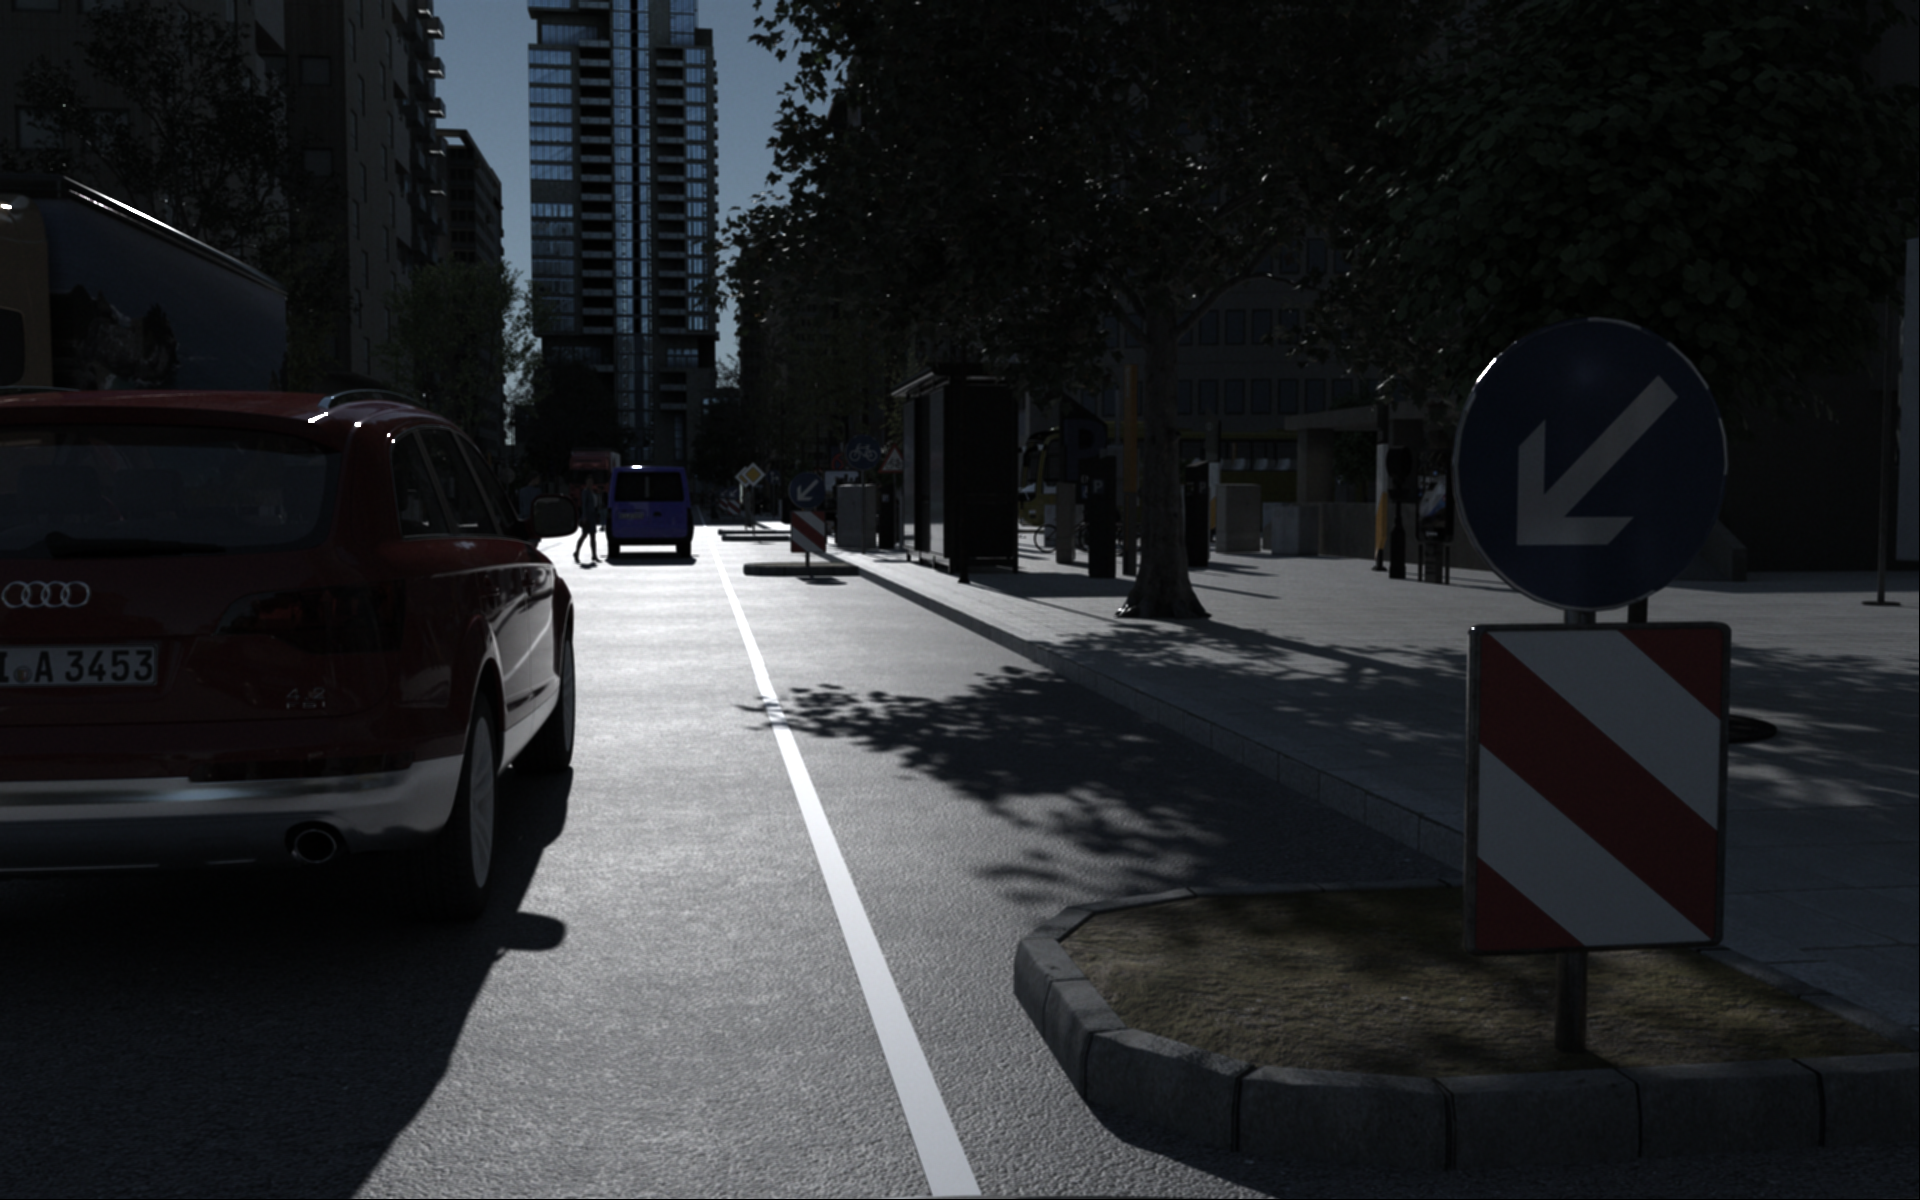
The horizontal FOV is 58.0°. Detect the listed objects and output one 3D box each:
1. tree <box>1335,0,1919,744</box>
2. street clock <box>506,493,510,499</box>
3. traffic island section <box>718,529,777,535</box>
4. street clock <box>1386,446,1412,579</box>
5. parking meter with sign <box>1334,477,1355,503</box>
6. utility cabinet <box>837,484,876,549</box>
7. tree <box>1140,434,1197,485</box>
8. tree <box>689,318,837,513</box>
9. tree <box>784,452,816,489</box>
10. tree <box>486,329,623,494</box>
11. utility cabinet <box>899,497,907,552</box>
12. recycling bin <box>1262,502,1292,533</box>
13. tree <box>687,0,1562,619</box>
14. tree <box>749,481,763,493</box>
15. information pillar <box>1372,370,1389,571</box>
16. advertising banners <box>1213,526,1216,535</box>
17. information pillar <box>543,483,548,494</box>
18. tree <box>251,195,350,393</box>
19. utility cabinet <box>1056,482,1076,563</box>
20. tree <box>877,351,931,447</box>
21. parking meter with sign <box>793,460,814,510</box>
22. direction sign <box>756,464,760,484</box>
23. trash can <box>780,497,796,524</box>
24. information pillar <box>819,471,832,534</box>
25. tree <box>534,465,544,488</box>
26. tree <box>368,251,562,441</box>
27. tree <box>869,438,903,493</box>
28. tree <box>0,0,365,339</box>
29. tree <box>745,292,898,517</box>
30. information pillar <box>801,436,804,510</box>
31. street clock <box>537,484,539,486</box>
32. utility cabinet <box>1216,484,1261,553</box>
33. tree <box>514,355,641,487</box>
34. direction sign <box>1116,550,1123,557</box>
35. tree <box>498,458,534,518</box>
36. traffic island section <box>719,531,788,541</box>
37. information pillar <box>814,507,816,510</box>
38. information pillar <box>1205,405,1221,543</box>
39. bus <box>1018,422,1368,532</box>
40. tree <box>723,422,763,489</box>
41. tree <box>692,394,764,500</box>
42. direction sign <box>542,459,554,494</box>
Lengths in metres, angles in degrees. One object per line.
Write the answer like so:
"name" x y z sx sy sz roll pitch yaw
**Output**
"tree" 3.646 -1.575 9.471 4.285 4.588 4.351 0 3 0
"street clock" -28.517 -6.418 109.502 0.358 2.002 0.471 2 4 27
"traffic island section" -7.632 -2.425 61.922 2.009 0.180 2.903 -1 4 -9
"street clock" 6.653 -1.328 26.281 0.358 2.002 0.471 3 4 38
"parking meter with sign" 11.370 -3.364 51.261 0.543 3.016 1.738 2 4 33
"utility cabinet" -2.406 -1.922 40.107 0.318 1.500 1.173 -3 4 -38
"tree" 5.677 -3.199 46.907 1.663 3.219 1.824 0 3 0
"tree" -13.584 -12.842 120.343 12.009 13.543 11.850 0 3 0
"tree" -6.466 -4.773 72.645 1.663 3.219 1.824 0 3 0
"tree" -29.964 -13.339 128.457 12.009 13.543 11.850 0 3 0
"utility cabinet" -0.926 -1.683 38.676 0.306 1.237 1.020 3 4 38
"recycling bin" 9.839 -2.511 53.602 0.722 1.027 0.722 3 5 41
"tree" 2.010 -6.168 17.853 9.611 12.733 9.660 0 3 0
"tree" -17.320 -9.184 144.757 1.663 3.219 1.824 0 3 0
"information pillar" 7.018 -2.290 28.797 0.183 3.616 0.504 0 4 1
"advertising banners" 7.311 -3.608 55.183 2.074 3.025 0.090 2 4 24
"information pillar" -27.118 -6.666 113.474 0.304 2.012 0.304 -2 4 -34
"tree" -16.871 -5.645 42.652 4.737 8.622 4.395 0 3 0
"utility cabinet" 1.999 -1.456 32.492 0.318 1.500 1.173 0 4 7
"tree" -2.273 -8.292 85.942 4.360 8.622 3.978 0 3 0
"parking meter with sign" -7.395 -5.441 85.223 1.738 3.016 0.543 3 5 40
"direction sign" -15.241 -8.387 129.119 0.876 3.537 0.379 3 4 38
"trash can" -7.458 -3.905 75.508 0.748 1.137 0.748 0 3 0
"information pillar" -4.288 -3.099 55.154 0.304 2.012 0.304 3 5 44
"tree" -24.407 -6.285 97.369 1.663 3.219 1.824 0 3 0
"tree" -20.956 -9.019 73.215 9.928 11.665 9.643 0 3 0
"tree" -3.821 -7.168 100.915 4.285 4.588 4.351 0 3 0
"tree" -14.995 -5.973 32.065 8.767 10.594 7.601 0 4 0
"tree" -3.378 -6.064 49.503 4.737 8.622 4.395 0 3 0
"information pillar" -6.135 -4.664 67.608 0.183 3.616 0.504 0 4 -4
"street clock" -25.149 -5.988 102.469 0.471 2.002 0.358 0 4 -4
"utility cabinet" 6.023 -1.757 37.403 1.173 1.500 0.318 -3 5 -42
"tree" -31.558 -13.718 141.290 9.611 12.733 9.660 0 3 0
"direction sign" 3.394 -2.663 35.532 0.379 3.537 0.876 0 4 4
"tree" -24.101 -6.047 93.464 1.663 3.219 1.824 0 3 0
"traffic island section" -6.414 -1.942 54.030 2.009 0.180 2.903 -1 4 -9
"information pillar" -5.332 -3.716 65.246 0.304 2.012 0.304 -1 4 -11
"information pillar" 6.644 -3.319 45.617 0.183 3.616 0.504 -3 5 -40
"bus" 7.878 -4.180 59.894 12.252 3.916 2.896 -1 4 -10
"tree" -20.808 -13.280 167.497 4.360 8.622 3.978 0 3 0
"tree" -23.278 -15.310 176.078 9.928 11.665 9.643 0 3 0
"direction sign" -26.497 -7.302 111.390 0.876 3.537 0.379 1 4 19
